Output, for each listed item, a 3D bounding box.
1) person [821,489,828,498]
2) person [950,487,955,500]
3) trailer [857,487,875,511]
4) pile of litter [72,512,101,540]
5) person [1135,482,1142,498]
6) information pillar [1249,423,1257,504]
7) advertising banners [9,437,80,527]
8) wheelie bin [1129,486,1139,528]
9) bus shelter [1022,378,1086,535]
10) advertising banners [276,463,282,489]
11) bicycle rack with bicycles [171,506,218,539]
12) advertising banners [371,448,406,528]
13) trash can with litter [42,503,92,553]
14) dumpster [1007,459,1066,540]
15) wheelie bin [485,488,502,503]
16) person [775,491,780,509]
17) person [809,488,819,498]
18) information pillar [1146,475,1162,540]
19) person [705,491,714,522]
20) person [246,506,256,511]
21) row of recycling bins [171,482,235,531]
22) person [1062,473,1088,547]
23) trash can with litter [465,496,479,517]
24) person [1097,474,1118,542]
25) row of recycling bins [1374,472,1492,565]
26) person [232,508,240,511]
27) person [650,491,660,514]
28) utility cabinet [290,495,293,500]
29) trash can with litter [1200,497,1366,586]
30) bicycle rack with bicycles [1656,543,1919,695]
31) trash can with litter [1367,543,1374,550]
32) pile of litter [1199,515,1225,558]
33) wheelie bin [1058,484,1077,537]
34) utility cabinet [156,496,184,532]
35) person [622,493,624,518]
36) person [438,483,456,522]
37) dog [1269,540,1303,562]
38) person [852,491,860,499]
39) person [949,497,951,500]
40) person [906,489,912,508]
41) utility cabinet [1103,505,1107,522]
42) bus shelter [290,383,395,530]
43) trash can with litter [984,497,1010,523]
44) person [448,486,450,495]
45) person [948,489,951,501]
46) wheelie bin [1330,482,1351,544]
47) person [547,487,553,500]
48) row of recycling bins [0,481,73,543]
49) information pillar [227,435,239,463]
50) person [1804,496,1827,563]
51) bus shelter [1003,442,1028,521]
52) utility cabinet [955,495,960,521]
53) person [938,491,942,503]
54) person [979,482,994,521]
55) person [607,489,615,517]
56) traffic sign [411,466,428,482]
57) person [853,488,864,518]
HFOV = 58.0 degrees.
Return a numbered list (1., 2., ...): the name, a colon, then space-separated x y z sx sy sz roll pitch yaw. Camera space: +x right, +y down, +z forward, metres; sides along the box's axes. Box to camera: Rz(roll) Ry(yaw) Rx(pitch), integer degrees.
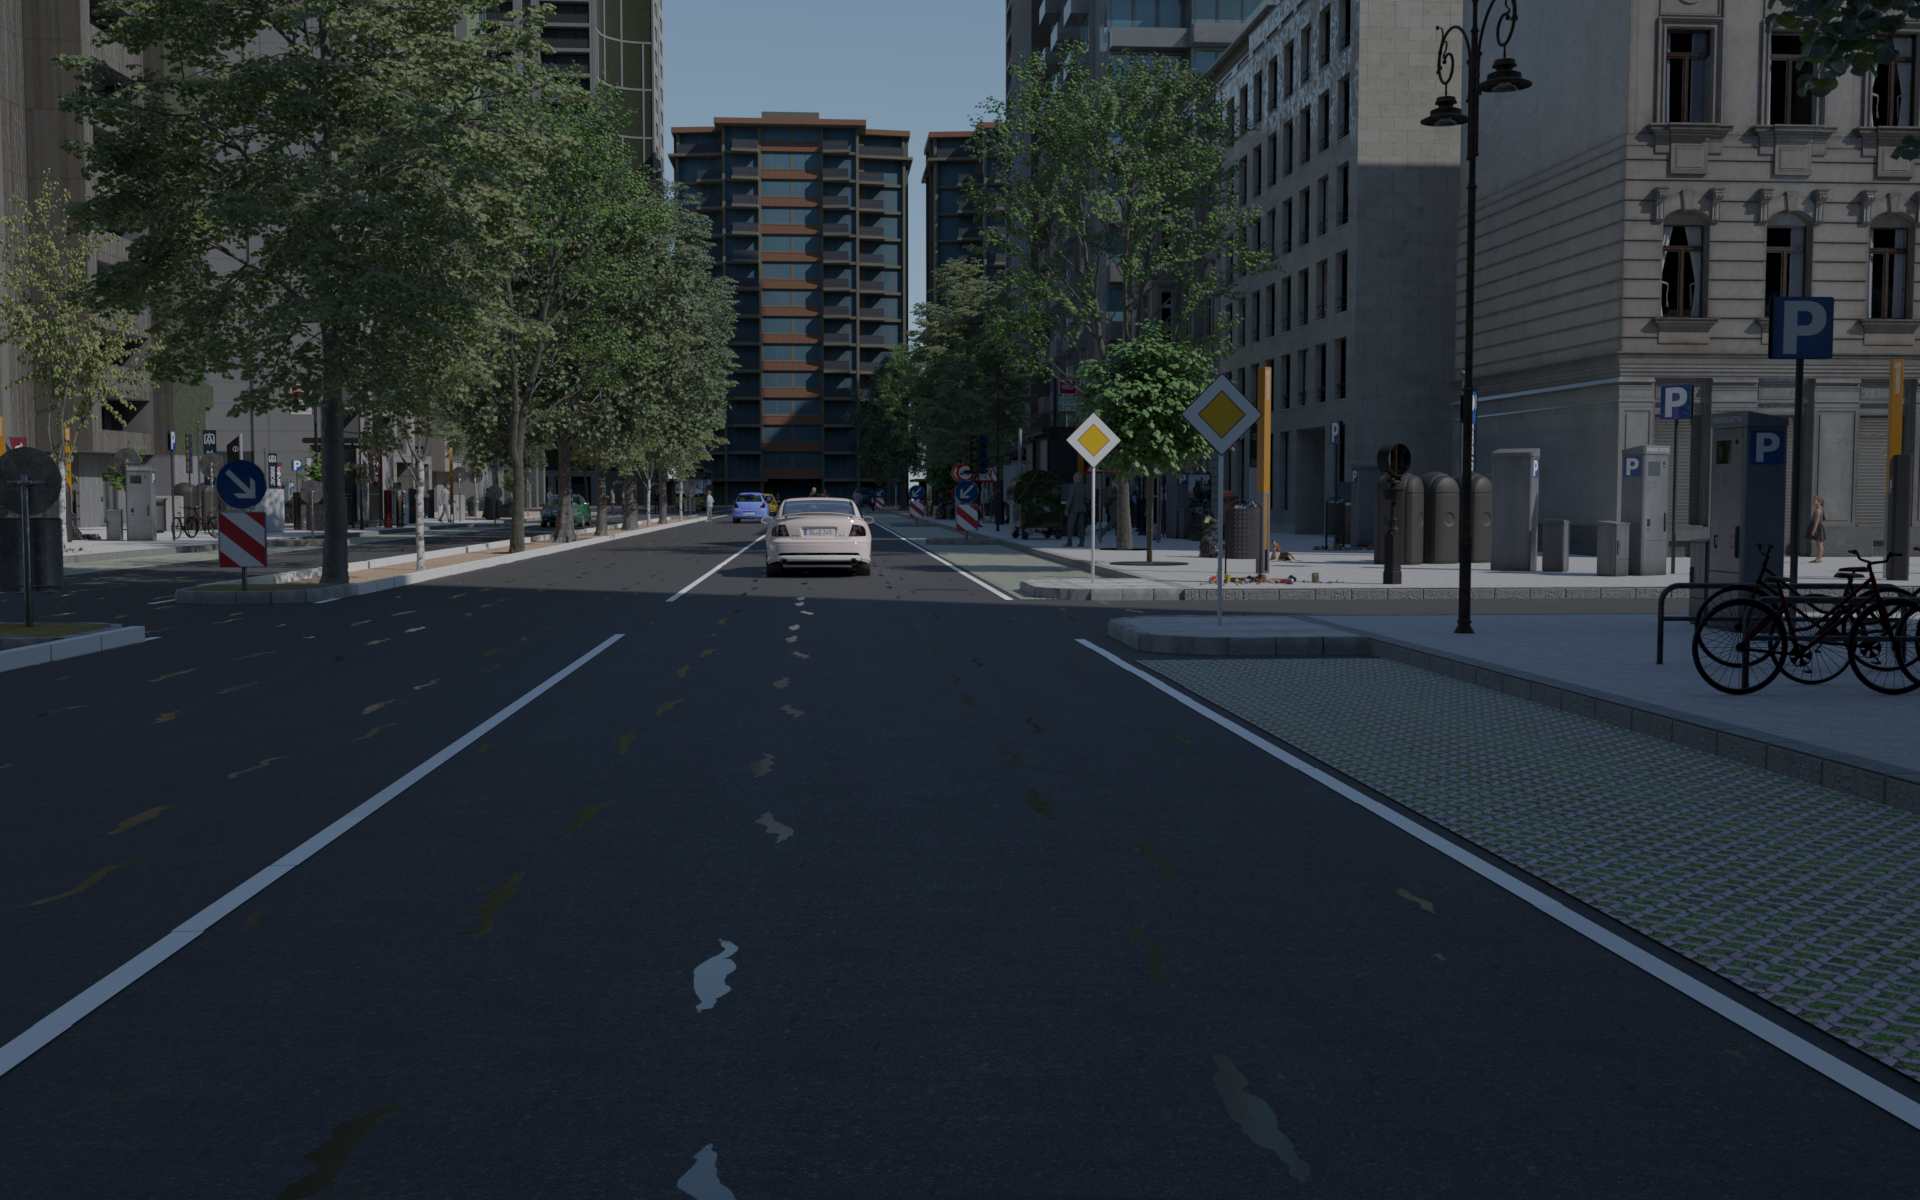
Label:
1. person: -8.683 -6.276 111.839 0.721 1.743 1.217 2 4 25
2. person: -0.510 -7.043 121.134 0.705 1.831 1.348 0 4 -7
3. trailer: -7.892 -8.463 145.411 1.471 1.999 3.904 0 4 -3
4. pile of litter: -24.742 -2.113 48.516 1.176 0.858 1.719 -3 4 -37
5. person: 7.805 -4.285 76.209 0.850 1.850 0.679 -2 4 -29
6. information pillar: 9.211 -3.819 53.801 0.504 3.616 0.183 -1 4 -14
7. advertising banners: -28.515 -3.534 53.961 0.090 3.025 2.074 3 4 37
8. wheelie bin: 6.416 -3.549 65.934 0.980 1.594 0.693 3 5 43
9. bus shelter: 3.240 -4.909 57.894 2.179 5.291 8.768 0 4 -5
10. advertising banners: -38.049 -6.070 95.434 0.090 3.025 2.074 1 4 21
11. bicycle rack with bicycles: -21.832 -2.273 50.553 2.852 0.926 2.925 1 4 21
12. advertising banners: -21.810 -4.273 66.050 0.090 3.025 2.074 1 4 17
13. trash can with litter: -20.146 -1.691 38.701 1.678 1.210 2.233 -1 4 -14
14. dumpster: 2.169 -2.864 49.321 1.502 2.255 1.985 0 4 -4
15. wheelie bin: -24.293 -5.027 90.097 0.980 1.594 0.693 0 4 -2
16. person: -17.943 -9.840 170.099 0.721 1.735 1.217 -1 4 -18
17. person: -8.022 -5.519 98.960 1.509 1.804 0.699 2 4 32
18. information pillar: 5.389 -2.668 48.113 0.304 2.012 0.304 -2 4 -28
19. person: -13.031 -4.875 90.016 0.330 1.601 0.589 2 4 30
20. person: -14.656 -1.644 35.553 0.466 1.800 0.511 -1 4 -13
21. row of recycling bins: -26.880 -3.384 62.444 1.069 1.692 3.534 1 4 19
22. person: 2.790 -2.206 42.293 0.661 1.801 0.590 -3 4 -39
23. trash can with litter: -27.435 -5.223 96.786 0.624 1.170 1.055 2 4 26
24. person: 4.097 -2.477 46.505 0.822 1.834 0.622 0 4 4
25. row of recycling bins: 9.163 -1.543 32.340 3.534 1.692 1.069 -2 4 -34
26. person: -22.511 -2.962 54.325 0.795 1.843 0.661 1 4 9
27. person: -22.016 -7.143 125.815 1.217 1.766 0.721 -1 4 -10
28. utility cabinet: -32.134 -4.429 83.584 0.306 1.237 1.020 -1 4 -22
29. trash can with litter: 4.486 -0.849 24.946 2.233 1.210 1.678 0 4 -1
30. bicycle rack with bicycles: 6.229 0.088 11.950 2.925 0.926 2.852 0 4 6
31. trash can with litter: 8.994 -1.756 39.771 2.233 1.210 1.678 -2 4 -27
32. pile of litter: 5.386 -1.305 35.305 1.176 0.858 1.719 2 4 24
33. wheelie bin: 3.322 -2.718 52.340 0.980 1.594 0.693 1 4 21
34. utility cabinet: -27.129 -2.941 59.252 1.020 1.237 0.306 0 4 -5
35. person: -20.033 -5.819 104.167 0.750 1.759 0.617 2 4 28
36. person: -23.309 -4.416 78.512 0.850 1.792 0.678 1 4 12
37. dog: 6.167 -0.929 32.920 0.748 0.427 0.550 1 4 10
38. person: -9.163 -8.982 156.076 1.217 1.735 0.721 -2 4 -25
39. person: -0.585 -8.189 143.195 0.557 1.426 1.065 3 5 40
40. person: -4.737 -9.652 163.883 1.348 1.821 0.705 -1 4 -9
41. utility cabinet: 6.805 -4.251 80.667 0.306 1.237 1.020 0 4 -4
42. bus shelter: -23.392 -5.380 65.588 2.179 5.291 8.768 0 4 -4
43. trash can with litter: 1.933 -3.988 76.263 2.233 1.210 1.678 0 4 8
44. person: -29.843 -5.802 101.620 0.721 1.743 1.217 -3 5 -44
45. person: -0.874 -9.267 157.190 0.705 1.869 1.348 -1 4 -22
46. wheelie bin: 9.989 -2.240 44.537 0.980 1.594 0.693 2 4 27
47. person: -20.793 -4.832 87.722 0.641 1.798 0.478 1 4 23
48. row of recycling bins: -23.901 -2.291 44.565 1.069 1.692 3.534 0 4 -3
49. information pillar: -28.748 -4.725 68.613 0.504 3.616 0.183 -2 4 -26
50. person: 15.904 -1.313 32.180 0.373 1.253 0.362 2 4 35
51. bus shelter: 2.888 -4.379 65.527 2.014 3.302 5.546 0 4 -4
52. utility cabinet: -0.004 -4.451 81.453 0.318 1.500 1.173 0 4 6
53. person: -1.984 -10.249 175.079 0.415 1.643 0.593 0 4 4
54. person: 1.237 -4.687 82.519 0.795 1.843 0.661 -1 4 -10
55. person: -22.160 -6.152 109.622 0.750 1.759 0.617 1 4 11
56. traffic sign: -24.344 -4.767 78.053 0.768 2.556 0.104 0 4 1
57. person: -5.280 -4.958 90.157 0.593 1.750 0.643 0 4 -6
